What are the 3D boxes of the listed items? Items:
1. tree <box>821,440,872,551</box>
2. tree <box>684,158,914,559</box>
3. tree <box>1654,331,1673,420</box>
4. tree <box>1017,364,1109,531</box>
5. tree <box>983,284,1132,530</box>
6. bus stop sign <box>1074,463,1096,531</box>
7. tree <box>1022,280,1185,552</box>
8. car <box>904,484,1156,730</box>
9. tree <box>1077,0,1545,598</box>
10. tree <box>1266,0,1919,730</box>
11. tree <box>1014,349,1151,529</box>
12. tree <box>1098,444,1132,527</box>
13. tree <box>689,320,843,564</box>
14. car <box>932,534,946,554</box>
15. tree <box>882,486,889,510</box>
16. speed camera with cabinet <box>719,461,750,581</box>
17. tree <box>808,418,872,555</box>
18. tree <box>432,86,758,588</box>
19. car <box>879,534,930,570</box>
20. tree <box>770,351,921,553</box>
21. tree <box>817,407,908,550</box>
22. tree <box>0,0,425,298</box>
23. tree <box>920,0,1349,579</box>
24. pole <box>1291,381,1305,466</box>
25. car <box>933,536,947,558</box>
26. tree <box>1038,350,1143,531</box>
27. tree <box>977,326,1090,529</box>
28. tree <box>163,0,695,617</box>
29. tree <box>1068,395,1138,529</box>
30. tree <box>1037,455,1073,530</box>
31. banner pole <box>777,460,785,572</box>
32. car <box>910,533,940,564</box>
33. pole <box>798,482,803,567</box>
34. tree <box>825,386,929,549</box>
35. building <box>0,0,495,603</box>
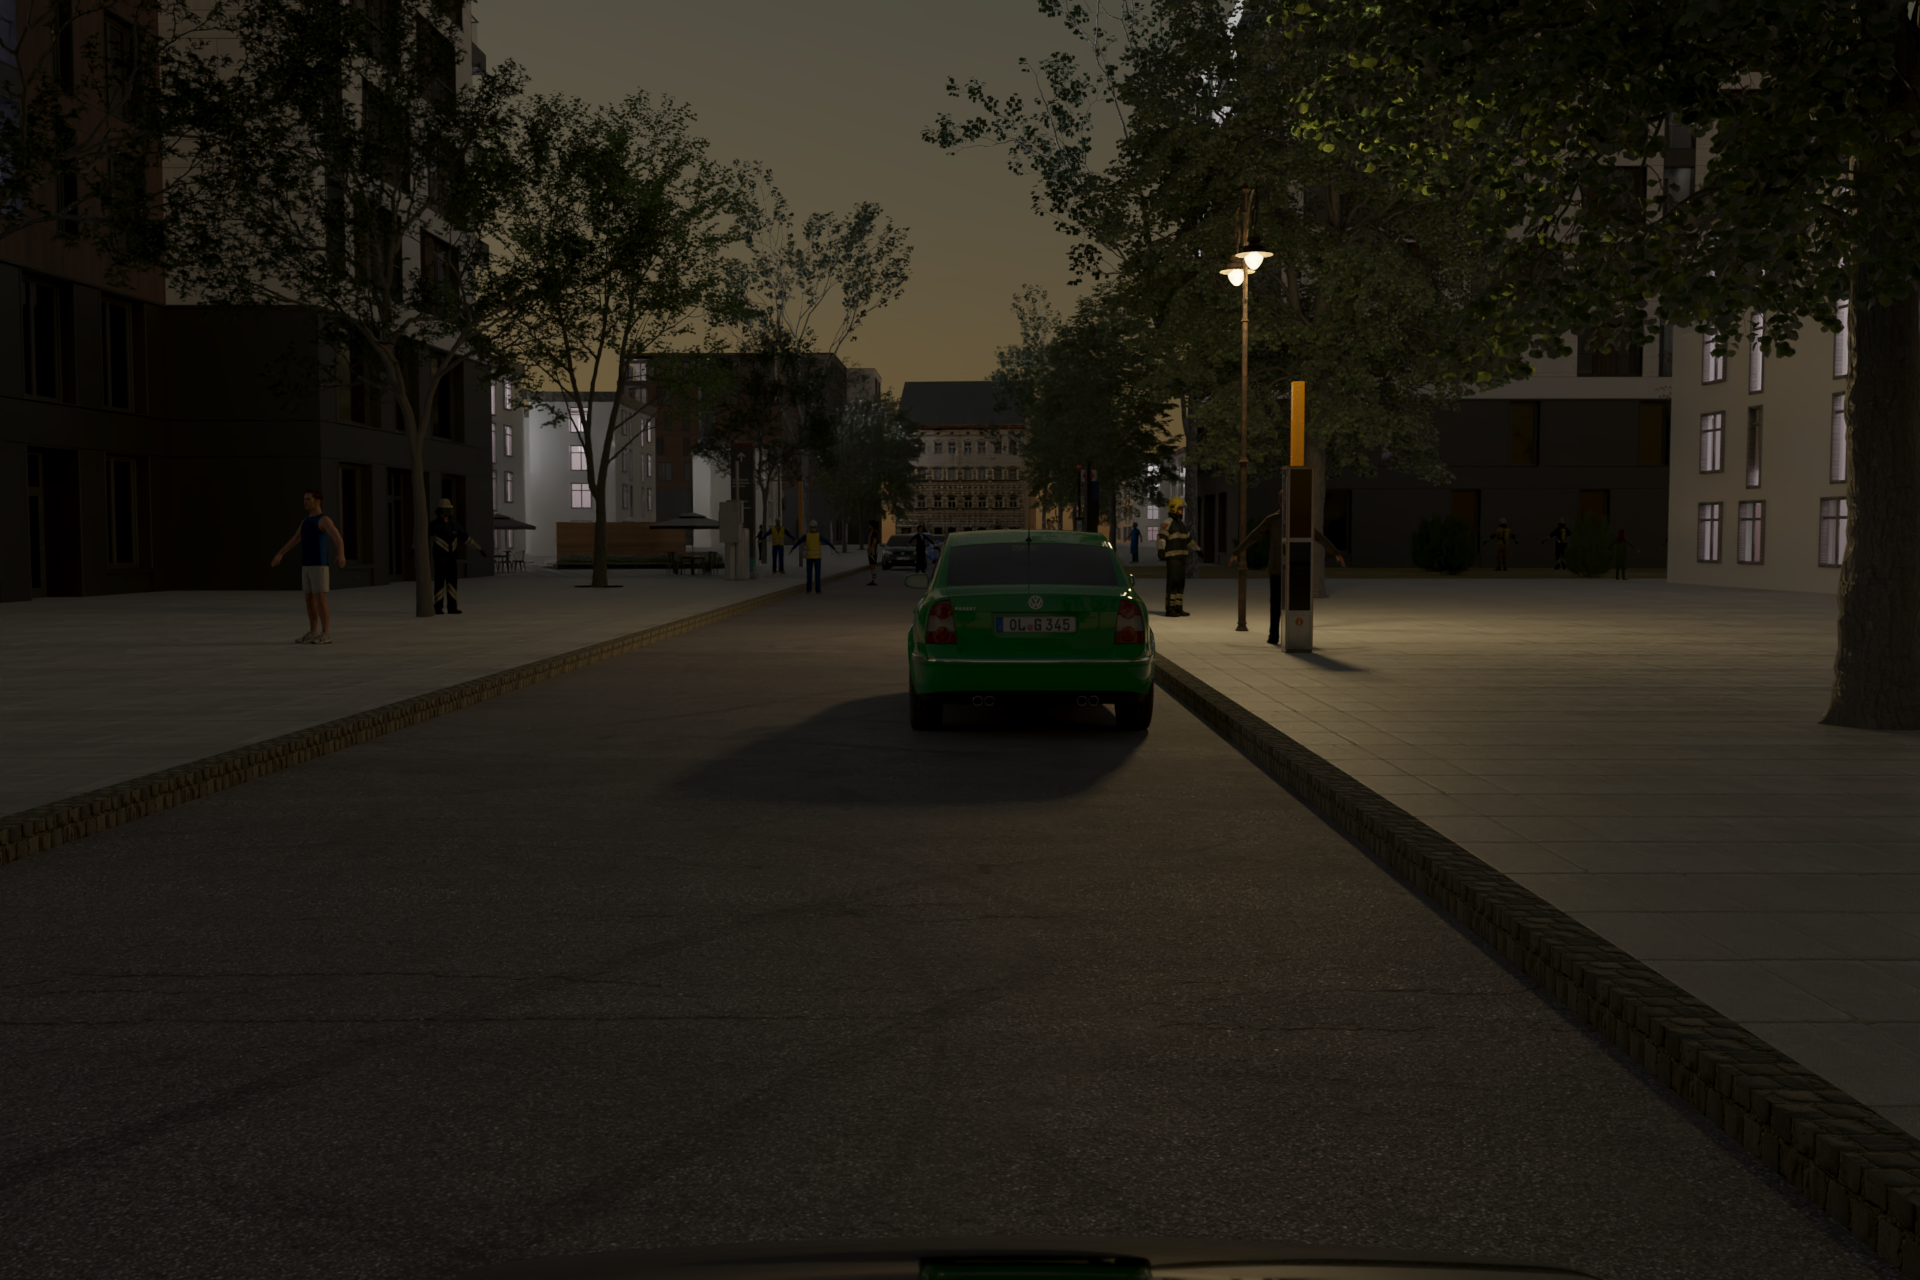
[{"bbox_3d":[-8.361,-10.833,127.474,4.360,8.622,3.978,0,3,0],"label":"tree"},{"bbox_3d":[-9.532,-14.312,89.894,12.611,20.169,13.585,0,3,0],"label":"tree"},{"bbox_3d":[25.180,-6.614,58.506,4.360,8.622,3.978,0,3,0],"label":"tree"},{"bbox_3d":[7.162,-11.864,112.107,7.486,12.596,7.792,0,3,0],"label":"tree"},{"bbox_3d":[6.307,-16.981,133.533,12.611,20.169,13.585,0,3,0],"label":"tree"},{"bbox_3d":[4.720,-4.695,65.470,0.855,3.939,0.416,0,4,1],"label":"bus stop sign"},{"bbox_3d":[6.516,-9.778,77.993,7.486,12.596,7.792,0,3,0],"label":"tree"},{"bbox_3d":[0.509,-0.320,14.028,1.959,1.807,4.718,0,4,0],"label":"car"},{"bbox_3d":[7.090,-7.822,34.549,9.857,13.997,8.962,0,3,0],"label":"tree"},{"bbox_3d":[6.124,-6.390,11.125,9.857,13.997,8.962,0,3,0],"label":"tree"},{"bbox_3d":[6.855,-10.453,96.669,9.928,11.665,9.643,0,3,0],"label":"tree"},{"bbox_3d":[22.237,-20.457,241.120,9.857,13.997,8.962,0,3,0],"label":"tree"},{"bbox_3d":[-8.216,-8.588,74.824,7.601,10.594,8.767,-3,5,-45],"label":"tree"},{"bbox_3d":[-1.568,-6.000,110.097,2.014,1.417,4.499,0,4,0],"label":"car"},{"bbox_3d":[-11.240,-18.190,247.760,4.360,8.622,3.978,0,3,0],"label":"tree"},{"bbox_3d":[-6.228,-3.266,47.740,0.660,3.252,2.038,0,4,0],"label":"speed camera with cabinet"},{"bbox_3d":[-7.813,-9.410,104.212,4.360,8.622,3.978,0,3,0],"label":"tree"},{"bbox_3d":[-8.654,-7.057,41.145,9.928,11.665,9.643,0,3,0],"label":"tree"},{"bbox_3d":[-2.207,-3.663,69.676,2.009,1.686,4.222,0,4,1],"label":"car"},{"bbox_3d":[-7.839,-12.601,116.401,12.009,13.543,11.850,0,3,0],"label":"tree"},{"bbox_3d":[-7.851,-13.057,139.240,9.928,11.665,9.643,0,3,0],"label":"tree"},{"bbox_3d":[-9.105,-4.944,15.244,8.767,10.594,7.601,-2,4,-33],"label":"tree"},{"bbox_3d":[5.679,-11.886,50.231,12.611,20.169,13.585,0,3,0],"label":"tree"},{"bbox_3d":[4.524,-1.800,23.275,0.158,3.312,0.155,0,3,0],"label":"pole"},{"bbox_3d":[0.150,-2.758,54.874,2.009,1.686,4.222,0,4,0],"label":"car"},{"bbox_3d":[4.864,-7.276,69.332,4.360,8.622,3.978,0,3,0],"label":"tree"},{"bbox_3d":[7.678,-18.368,156.204,12.611,20.169,13.585,0,3,0],"label":"tree"},{"bbox_3d":[-8.311,-5.655,26.879,8.767,10.594,7.601,0,4,-7],"label":"tree"},{"bbox_3d":[6.574,-8.396,87.629,4.360,8.622,3.978,0,3,0],"label":"tree"},{"bbox_3d":[7.133,-10.473,121.593,4.737,8.622,4.395,0,3,0],"label":"tree"},{"bbox_3d":[-6.090,-4.188,58.488,0.401,3.779,0.863,0,3,0],"label":"banner pole"},{"bbox_3d":[-1.946,-4.557,84.102,1.945,1.707,3.694,0,4,0],"label":"car"},{"bbox_3d":[-6.208,-4.508,67.543,0.158,3.312,0.155,0,3,0],"label":"pole"},{"bbox_3d":[-7.494,-14.788,148.439,9.857,13.997,8.962,0,3,0],"label":"tree"},{"bbox_3d":[-28.308,-11.769,36.392,27.936,21.610,32.646,0,4,0],"label":"building"}]
